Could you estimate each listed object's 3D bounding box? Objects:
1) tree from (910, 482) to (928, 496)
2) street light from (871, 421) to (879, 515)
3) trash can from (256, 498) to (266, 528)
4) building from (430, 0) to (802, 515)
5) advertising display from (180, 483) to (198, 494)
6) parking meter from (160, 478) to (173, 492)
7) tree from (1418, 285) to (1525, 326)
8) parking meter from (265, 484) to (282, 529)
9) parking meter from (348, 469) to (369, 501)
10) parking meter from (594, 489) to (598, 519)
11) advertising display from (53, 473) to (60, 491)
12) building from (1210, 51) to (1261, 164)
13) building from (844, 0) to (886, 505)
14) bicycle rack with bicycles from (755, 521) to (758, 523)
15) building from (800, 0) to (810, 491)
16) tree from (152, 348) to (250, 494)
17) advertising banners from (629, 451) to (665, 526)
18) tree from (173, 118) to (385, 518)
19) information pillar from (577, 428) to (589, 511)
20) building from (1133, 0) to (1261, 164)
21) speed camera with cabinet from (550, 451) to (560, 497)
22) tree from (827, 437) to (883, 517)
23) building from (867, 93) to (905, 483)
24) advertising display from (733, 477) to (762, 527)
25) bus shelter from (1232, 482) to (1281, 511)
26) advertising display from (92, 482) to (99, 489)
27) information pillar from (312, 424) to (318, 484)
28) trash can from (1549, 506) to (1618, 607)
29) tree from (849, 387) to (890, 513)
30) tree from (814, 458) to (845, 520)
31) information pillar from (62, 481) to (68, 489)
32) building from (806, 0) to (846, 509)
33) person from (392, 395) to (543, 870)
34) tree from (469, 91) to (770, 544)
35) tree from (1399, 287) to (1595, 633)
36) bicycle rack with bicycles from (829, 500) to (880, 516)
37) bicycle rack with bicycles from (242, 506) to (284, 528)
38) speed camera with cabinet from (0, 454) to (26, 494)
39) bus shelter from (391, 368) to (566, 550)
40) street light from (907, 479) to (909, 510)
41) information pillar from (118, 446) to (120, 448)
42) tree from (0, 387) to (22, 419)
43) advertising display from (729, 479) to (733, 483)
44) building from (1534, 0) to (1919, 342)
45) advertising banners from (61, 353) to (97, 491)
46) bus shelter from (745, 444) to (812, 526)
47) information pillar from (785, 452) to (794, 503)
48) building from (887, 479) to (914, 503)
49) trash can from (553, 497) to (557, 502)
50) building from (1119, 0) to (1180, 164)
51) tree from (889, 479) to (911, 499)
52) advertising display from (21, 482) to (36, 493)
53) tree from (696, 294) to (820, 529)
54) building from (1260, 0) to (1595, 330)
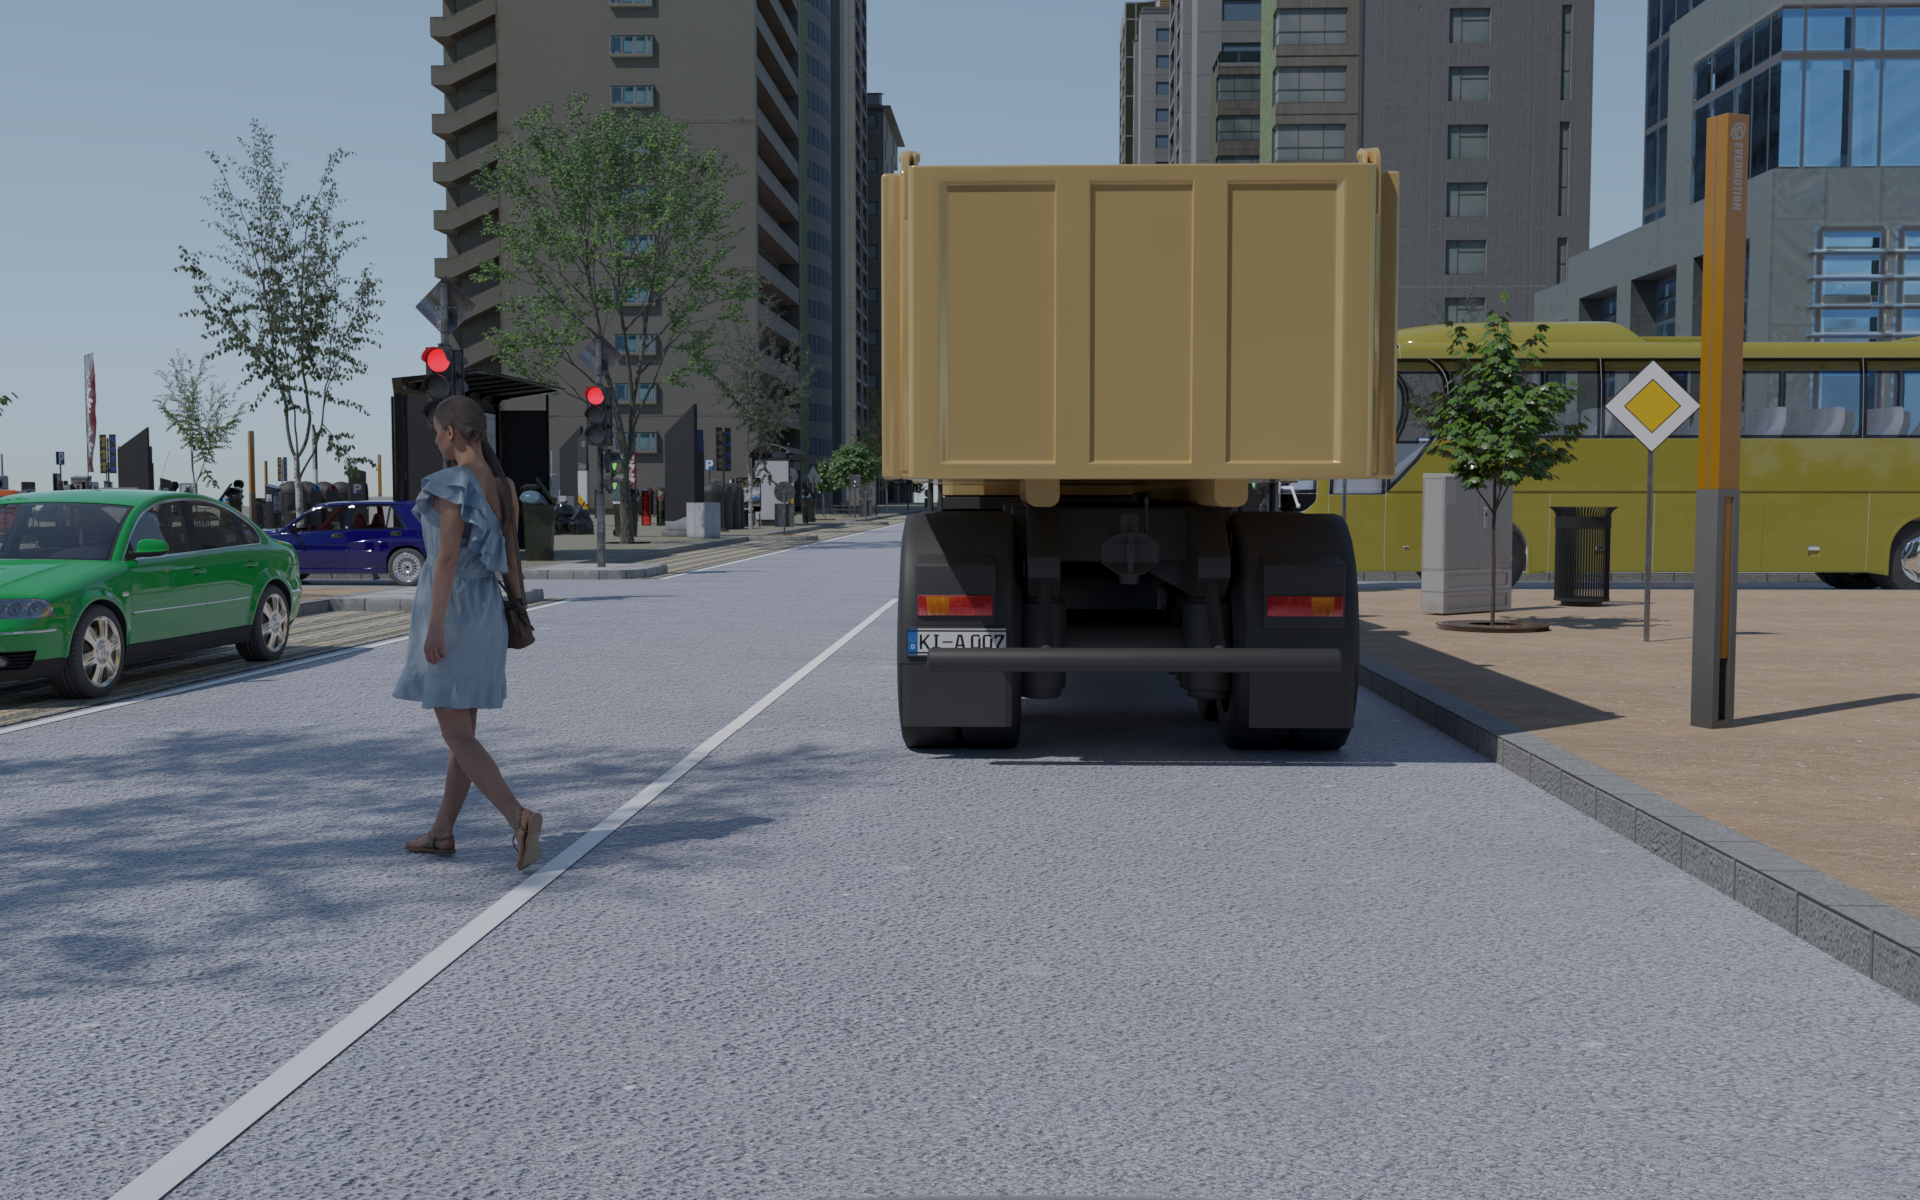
[{"bbox_3d":[-3.663,-9.892,156.337,1.663,3.219,1.824,0,3,0],"label":"tree"},{"bbox_3d":[-5.192,-8.216,107.118,0.468,5.910,1.993,0,4,2],"label":"street light"},{"bbox_3d":[-26.319,-3.295,65.522,0.748,1.137,0.748,0,3,0],"label":"trash can"},{"bbox_3d":[-22.698,-30.129,116.313,21.300,48.544,21.600,0,4,2],"label":"building"},{"bbox_3d":[-45.363,-5.914,101.901,0.974,1.923,0.123,-1,4,-13],"label":"advertising display"},{"bbox_3d":[-28.086,-3.401,61.321,0.399,1.863,0.255,-1,4,-22],"label":"parking meter"},{"bbox_3d":[17.212,-6.754,60.788,4.360,8.622,3.978,0,3,0],"label":"tree"},{"bbox_3d":[-17.080,-2.122,43.100,0.372,1.533,0.369,0,3,0],"label":"parking meter"},{"bbox_3d":[-12.868,-1.918,37.074,0.399,1.863,0.255,-1,4,-16],"label":"parking meter"},{"bbox_3d":[-19.011,-5.050,90.974,0.372,1.533,0.369,0,3,0],"label":"parking meter"},{"bbox_3d":[-27.910,-2.956,53.541,0.123,1.923,0.974,-1,4,-23],"label":"advertising display"},{"bbox_3d":[23.576,-21.094,116.581,14.160,30.474,14.107,0,4,2],"label":"building"},{"bbox_3d":[-19.505,-47.061,207.704,20.563,71.187,20.611,0,4,2],"label":"building"},{"bbox_3d":[-10.127,-3.812,75.708,2.925,0.926,2.852,-2,4,-28],"label":"bicycle rack with bicycles"},{"bbox_3d":[-19.657,-27.636,135.448,14.154,41.232,14.086,0,4,2],"label":"building"},{"bbox_3d":[-38.798,-8.432,88.221,4.737,8.622,4.395,0,3,0],"label":"tree"},{"bbox_3d":[-12.669,-4.515,70.002,2.074,3.025,0.090,2,4,29],"label":"advertising banners"},{"bbox_3d":[-13.161,-5.127,34.184,4.360,8.622,3.978,0,3,0],"label":"tree"},{"bbox_3d":[-13.419,-4.303,61.713,0.504,3.616,0.183,3,4,38],"label":"information pillar"},{"bbox_3d":[31.663,-41.003,212.397,21.231,58.520,28.212,0,4,2],"label":"building"},{"bbox_3d":[-18.559,-5.267,80.453,0.660,3.252,2.038,2,4,32],"label":"speed camera with cabinet"},{"bbox_3d":[-5.934,-6.900,96.522,4.285,4.588,4.351,0,3,0],"label":"tree"},{"bbox_3d":[-22.480,-39.338,232.414,28.713,52.752,27.495,0,4,2],"label":"building"},{"bbox_3d":[-8.201,-3.795,67.264,0.974,1.923,0.123,0,4,2],"label":"advertising display"},{"bbox_3d":[6.557,-2.801,37.083,1.731,3.624,6.357,0,4,2],"label":"bus shelter"},{"bbox_3d":[-45.991,-5.311,92.042,0.123,1.923,0.974,0,4,-6],"label":"advertising display"},{"bbox_3d":[-21.587,-4.076,57.995,0.183,3.616,0.504,-2,4,-31],"label":"information pillar"},{"bbox_3d":[7.141,-0.503,19.873,0.748,1.137,0.748,0,3,0],"label":"trash can"},{"bbox_3d":[-5.109,-10.064,114.910,4.737,8.622,4.395,0,3,0],"label":"tree"},{"bbox_3d":[-6.696,-5.527,84.974,1.663,3.219,1.824,0,3,0],"label":"tree"},{"bbox_3d":[-48.636,-5.477,94.048,0.304,2.012,0.304,1,4,23],"label":"information pillar"},{"bbox_3d":[-22.352,-37.604,156.830,21.231,58.520,28.212,0,4,2],"label":"building"},{"bbox_3d":[-1.875,0.113,6.747,0.778,1.811,0.616,2,4,32],"label":"person"},{"bbox_3d":[-8.636,-7.265,44.542,9.928,11.665,9.643,0,3,0],"label":"tree"},{"bbox_3d":[5.056,-1.323,16.231,1.663,3.219,1.824,0,3,0],"label":"tree"},{"bbox_3d":[-6.627,-5.525,103.719,2.925,0.926,2.852,2,4,29],"label":"bicycle rack with bicycles"},{"bbox_3d":[-21.351,-2.334,51.538,2.852,0.926,2.925,-2,4,-31],"label":"bicycle rack with bicycles"},{"bbox_3d":[-47.087,-5.587,85.679,0.660,3.252,2.038,0,4,6],"label":"speed camera with cabinet"},{"bbox_3d":[-9.741,-2.708,35.553,1.731,3.624,6.357,0,4,2],"label":"bus shelter"},{"bbox_3d":[-4.103,-9.994,136.194,0.468,5.910,1.993,0,4,2],"label":"street light"},{"bbox_3d":[-40.519,-5.664,83.958,0.504,3.616,0.183,0,4,-3],"label":"information pillar"},{"bbox_3d":[-9.243,-1.232,14.745,1.663,3.219,1.824,0,3,0],"label":"tree"},{"bbox_3d":[-9.577,-4.126,72.676,0.123,1.923,0.974,-1,4,-14],"label":"advertising display"},{"bbox_3d":[32.003,-44.643,42.584,31.000,86.520,22.319,0,4,2],"label":"building"},{"bbox_3d":[-11.338,-1.597,22.302,0.090,3.025,2.074,-3,4,-37],"label":"advertising banners"},{"bbox_3d":[-7.519,-4.790,72.237,2.014,3.302,5.546,0,4,2],"label":"bus shelter"},{"bbox_3d":[-9.476,-6.408,96.126,0.504,3.616,0.183,0,4,7],"label":"information pillar"},{"bbox_3d":[-14.226,-29.483,253.745,14.160,30.474,14.107,0,4,2],"label":"building"},{"bbox_3d":[-17.514,-3.866,74.860,0.748,1.137,0.748,0,3,0],"label":"trash can"},{"bbox_3d":[31.584,-49.763,251.870,20.563,71.187,20.611,0,4,2],"label":"building"},{"bbox_3d":[-4.618,-12.326,151.887,4.360,8.622,3.978,0,3,0],"label":"tree"},{"bbox_3d":[-48.547,-5.203,90.286,0.123,1.923,0.974,0,4,7],"label":"advertising display"},{"bbox_3d":[-7.396,-6.885,62.925,4.360,8.622,3.978,0,3,0],"label":"tree"},{"bbox_3d":[21.236,-24.428,82.987,14.154,41.232,14.086,0,4,2],"label":"building"}]
